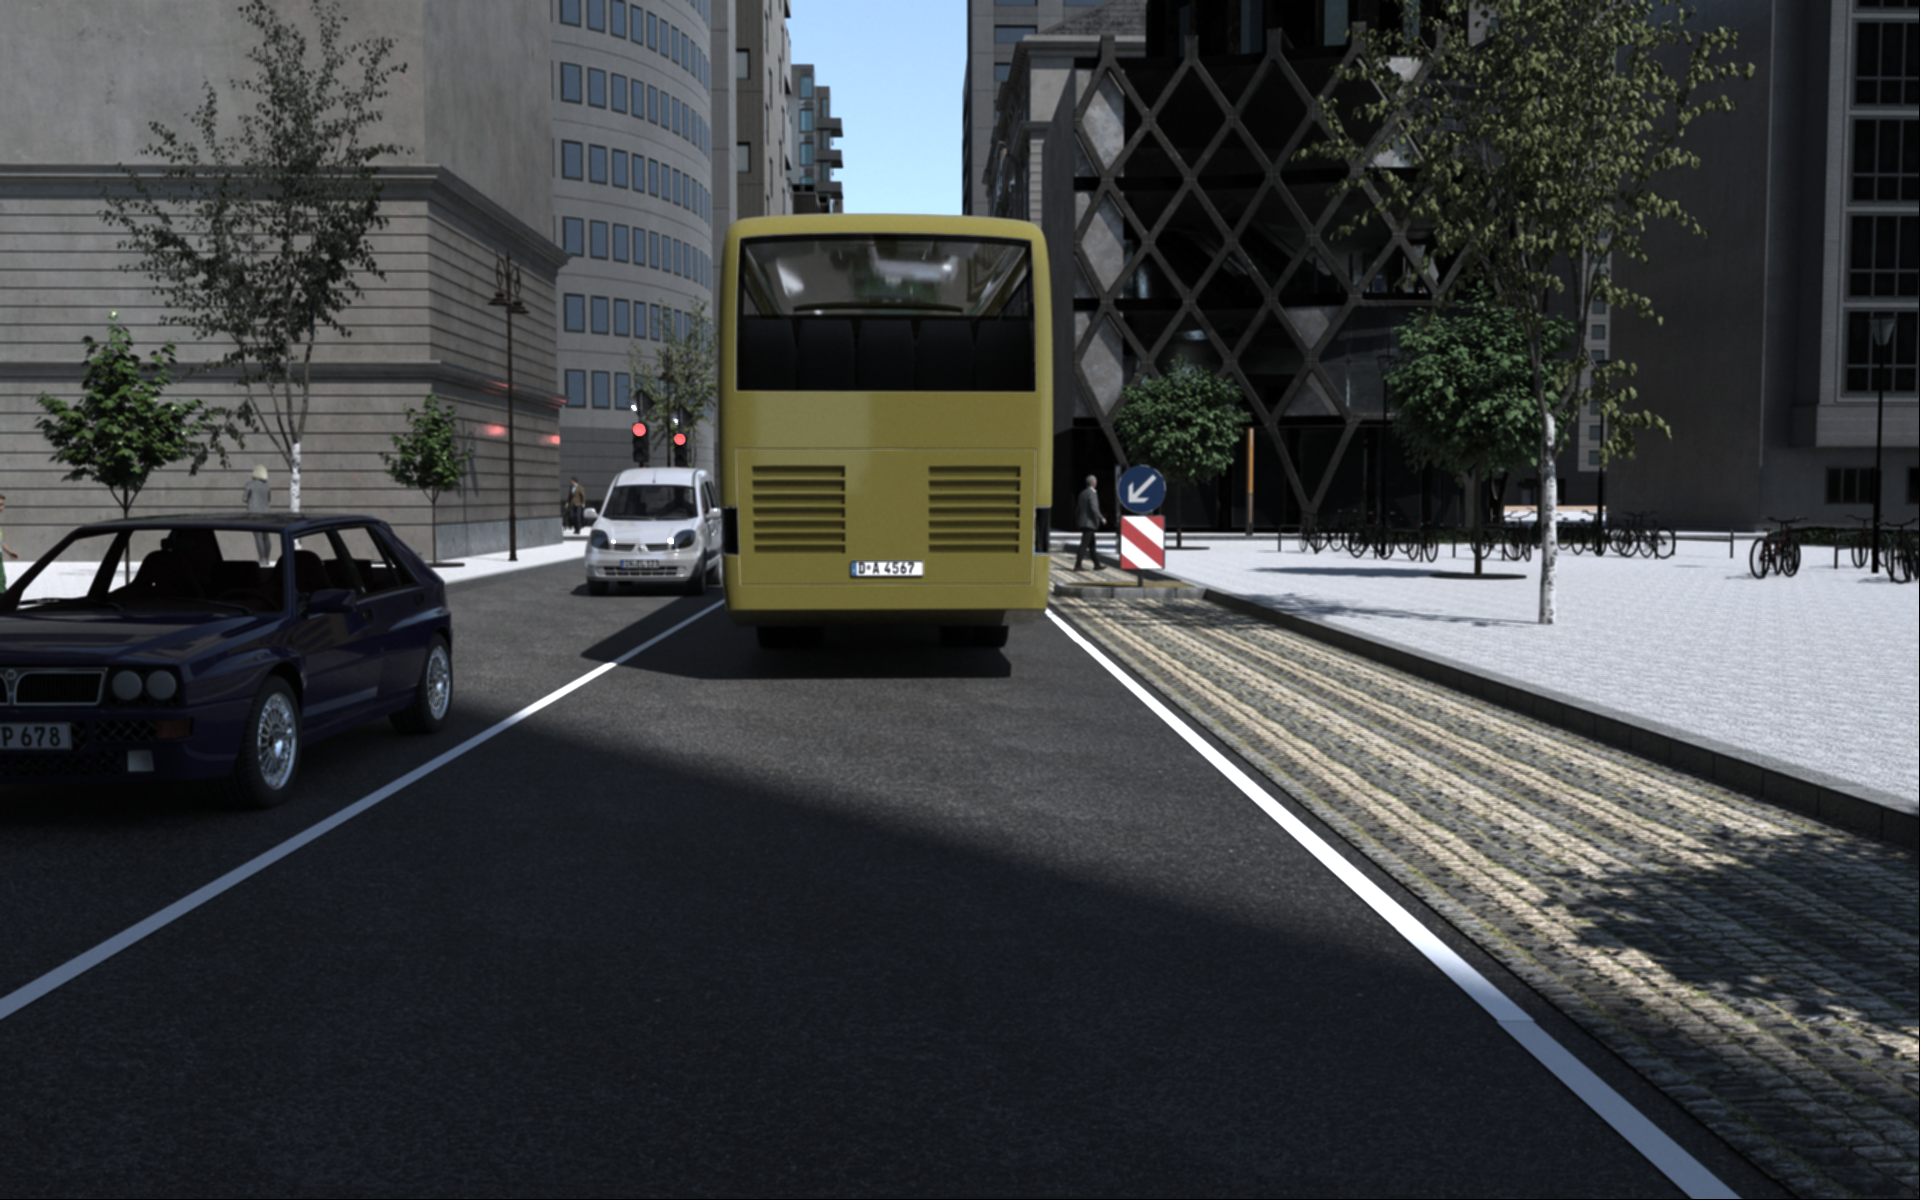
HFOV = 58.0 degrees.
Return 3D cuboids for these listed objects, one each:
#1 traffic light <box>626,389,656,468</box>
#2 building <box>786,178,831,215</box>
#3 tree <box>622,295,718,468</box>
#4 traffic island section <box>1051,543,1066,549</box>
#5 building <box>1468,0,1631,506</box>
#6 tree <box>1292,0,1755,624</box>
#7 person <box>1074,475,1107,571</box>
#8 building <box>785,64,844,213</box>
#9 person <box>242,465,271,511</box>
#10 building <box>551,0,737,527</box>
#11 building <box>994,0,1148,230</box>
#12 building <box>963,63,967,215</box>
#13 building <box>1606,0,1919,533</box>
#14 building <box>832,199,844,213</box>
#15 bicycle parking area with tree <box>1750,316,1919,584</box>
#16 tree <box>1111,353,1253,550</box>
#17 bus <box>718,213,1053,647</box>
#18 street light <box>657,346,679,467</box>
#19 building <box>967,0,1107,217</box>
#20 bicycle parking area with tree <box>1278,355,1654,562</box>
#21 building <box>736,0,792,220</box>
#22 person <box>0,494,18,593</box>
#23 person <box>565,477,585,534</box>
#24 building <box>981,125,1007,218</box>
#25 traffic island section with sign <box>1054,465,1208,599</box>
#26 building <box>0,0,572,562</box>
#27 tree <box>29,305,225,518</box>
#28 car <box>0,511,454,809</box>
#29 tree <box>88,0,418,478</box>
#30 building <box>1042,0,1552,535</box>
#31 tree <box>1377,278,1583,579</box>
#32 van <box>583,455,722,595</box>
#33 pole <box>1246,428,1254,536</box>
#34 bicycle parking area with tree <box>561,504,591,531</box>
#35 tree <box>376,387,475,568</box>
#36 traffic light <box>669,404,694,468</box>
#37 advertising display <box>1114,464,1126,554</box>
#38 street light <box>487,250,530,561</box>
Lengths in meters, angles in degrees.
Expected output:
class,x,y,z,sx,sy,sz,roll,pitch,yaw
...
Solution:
class,x,y,z,sx,sy,sz,roll,pitch,yaw
traffic light,-8.463,-3.497,46.105,0.839,4.253,0.868,0,4,-2
building,-19.280,-23.783,160.558,14.160,30.474,14.107,0,4,-2
tree,-10.121,-6.908,63.305,4.737,8.622,4.395,0,3,0
traffic island section,1.735,-1.482,46.513,2.009,0.180,2.903,0,4,-2
building,62.776,-46.342,195.938,20.611,71.187,20.563,0,4,-2
tree,5.608,-4.058,16.715,4.737,8.622,4.395,0,3,0
person,2.454,-1.418,32.085,0.834,1.777,0.661,-2,4,-31
building,-28.384,-35.076,193.105,30.456,49.044,23.786,0,4,-2
person,-12.550,-1.507,30.871,0.526,1.800,0.537,3,5,41
building,-22.094,-32.796,78.208,21.231,58.520,28.212,0,4,-2
building,9.305,-18.969,97.530,14.401,28.519,23.554,0,4,-2
building,11.225,-34.046,180.355,21.300,48.544,21.600,0,4,-2
building,40.928,-14.856,61.965,30.058,24.678,14.314,0,4,-2
building,-18.194,-32.839,228.800,23.993,40.220,32.217,0,4,-2
bicycle parking area with tree,16.982,-2.412,26.446,9.016,4.147,8.231,-3,4,-37
tree,5.200,-3.469,40.426,4.285,4.588,4.351,0,3,0
bus,-0.883,-1.682,19.045,2.896,3.916,12.252,0,4,-3
street light,-9.136,-4.987,54.318,0.468,5.910,1.993,0,4,-2
building,11.126,-37.503,155.178,21.231,58.520,28.212,0,4,-2
bicycle parking area with tree,11.294,-3.042,36.740,8.231,4.147,9.016,0,4,-2
building,-25.267,-32.101,114.097,28.713,52.752,27.495,0,4,-2
person,-10.661,-0.533,19.004,0.590,1.304,0.306,-2,4,-35
person,-12.306,-3.025,55.415,0.656,1.842,0.836,0,4,-8
building,8.505,-20.413,119.651,13.634,28.700,20.117,0,4,-2
traffic island section with sign,2.353,-0.966,24.416,1.989,1.847,2.006,0,4,-2
building,-27.070,-13.421,38.523,34.723,24.649,14.460,0,4,-2
tree,-8.814,-1.431,17.993,1.663,3.219,1.824,0,3,0
car,-3.974,0.213,9.105,1.945,1.354,3.894,0,4,0
tree,-9.787,-4.558,24.885,4.360,8.622,3.978,0,3,0
building,11.888,-11.908,62.142,16.811,18.784,16.820,0,4,-2
tree,8.047,-2.626,26.646,4.285,4.588,4.351,0,3,0
van,-4.517,-1.156,25.914,2.013,2.044,4.112,0,4,-3
pole,8.965,-3.654,53.589,0.158,3.312,0.155,0,3,0
bicycle parking area with tree,-17.328,-4.556,61.489,8.231,4.147,9.016,1,4,9
tree,-9.260,-2.211,30.758,1.663,3.219,1.824,0,3,0
traffic light,-8.682,-3.986,54.087,0.839,4.253,0.868,0,4,-2
advertising display,3.435,-1.952,37.130,0.123,1.923,0.974,0,4,-3
street light,-8.578,-3.686,33.061,0.468,5.910,1.993,0,4,-2
